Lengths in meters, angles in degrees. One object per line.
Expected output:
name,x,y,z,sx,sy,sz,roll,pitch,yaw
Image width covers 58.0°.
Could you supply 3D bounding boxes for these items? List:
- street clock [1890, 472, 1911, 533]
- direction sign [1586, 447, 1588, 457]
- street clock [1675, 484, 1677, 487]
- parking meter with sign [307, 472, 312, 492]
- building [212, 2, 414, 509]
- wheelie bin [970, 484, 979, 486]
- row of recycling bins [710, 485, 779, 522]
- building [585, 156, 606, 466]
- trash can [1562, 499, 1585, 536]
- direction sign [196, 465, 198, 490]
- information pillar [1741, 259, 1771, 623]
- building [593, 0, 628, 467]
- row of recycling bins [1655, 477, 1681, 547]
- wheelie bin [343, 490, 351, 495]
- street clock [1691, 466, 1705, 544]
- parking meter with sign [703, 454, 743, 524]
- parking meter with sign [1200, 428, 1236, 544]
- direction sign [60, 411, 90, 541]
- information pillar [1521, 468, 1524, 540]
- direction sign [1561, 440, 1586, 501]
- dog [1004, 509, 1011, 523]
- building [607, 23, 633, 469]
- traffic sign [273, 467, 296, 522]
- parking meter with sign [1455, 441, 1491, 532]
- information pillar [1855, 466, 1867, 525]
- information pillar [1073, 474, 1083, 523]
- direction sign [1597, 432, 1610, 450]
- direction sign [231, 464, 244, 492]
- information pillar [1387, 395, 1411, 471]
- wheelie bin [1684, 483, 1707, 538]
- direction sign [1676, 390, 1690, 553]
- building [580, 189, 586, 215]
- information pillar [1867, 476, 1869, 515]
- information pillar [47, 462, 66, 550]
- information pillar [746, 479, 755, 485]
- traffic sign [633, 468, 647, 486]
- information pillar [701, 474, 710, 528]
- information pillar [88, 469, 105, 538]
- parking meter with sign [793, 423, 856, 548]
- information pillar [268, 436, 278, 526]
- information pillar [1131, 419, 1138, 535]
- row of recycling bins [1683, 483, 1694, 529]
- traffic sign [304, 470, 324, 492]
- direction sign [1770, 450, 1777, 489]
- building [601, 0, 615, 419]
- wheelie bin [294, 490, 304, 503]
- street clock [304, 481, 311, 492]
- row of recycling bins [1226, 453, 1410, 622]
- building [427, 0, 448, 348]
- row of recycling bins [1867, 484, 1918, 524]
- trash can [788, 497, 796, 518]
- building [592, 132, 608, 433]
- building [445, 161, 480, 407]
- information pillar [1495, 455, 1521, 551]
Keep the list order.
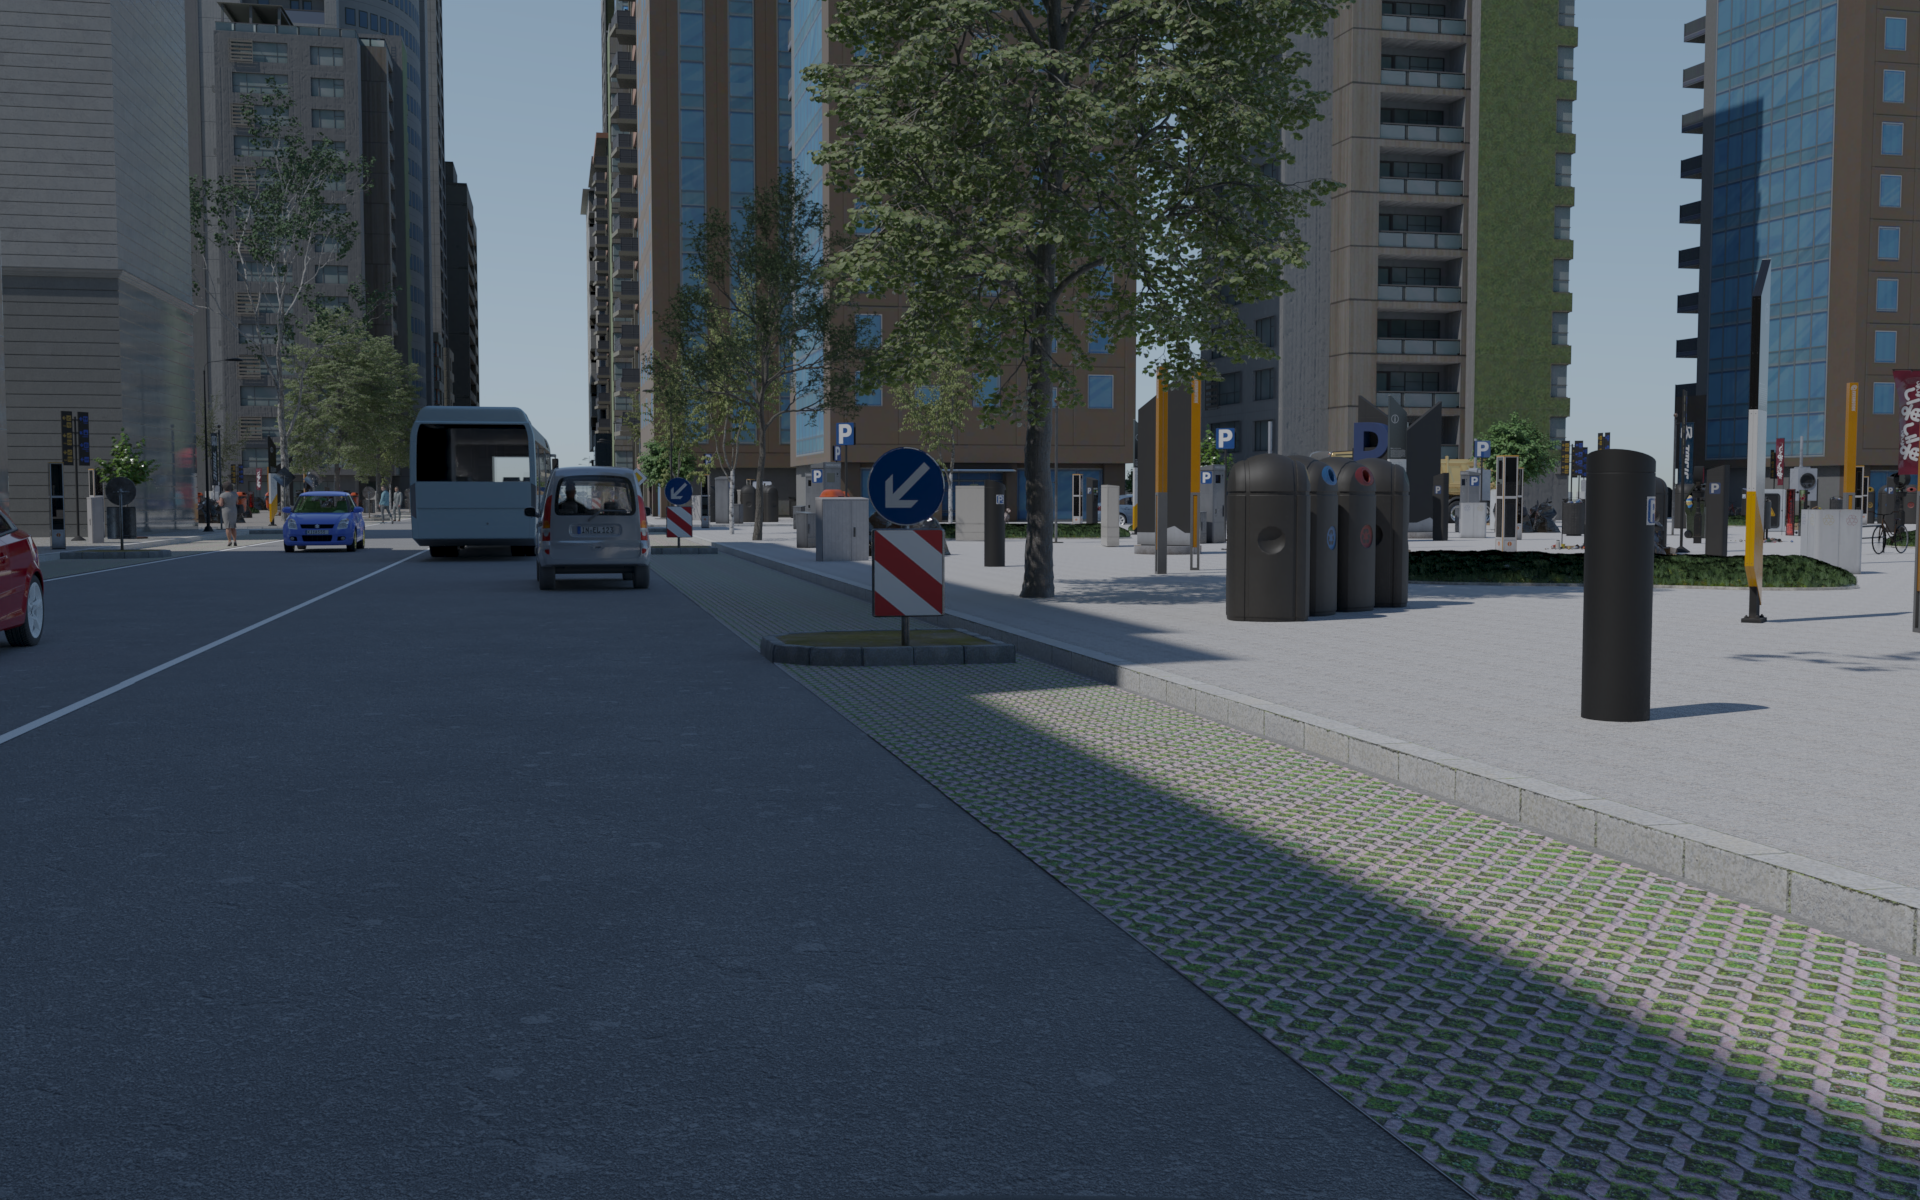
street clock,30.417,-3.143,55.965,0.358,2.002,0.471,-1,4,-20
direction sign,29.759,-5.582,83.265,0.876,3.537,0.379,-1,4,-15
street clock,47.564,-6.729,114.595,0.471,2.002,0.358,-1,4,-22
parking meter with sign,-51.178,-8.546,135.995,0.543,3.016,1.738,0,4,-5
building,-54.964,-28.439,148.566,14.154,41.232,14.086,-1,4,-13
wheelie bin,0.435,-2.853,54.555,0.693,1.594,0.980,-1,4,-22
row of recycling bins,-10.033,-4.389,78.869,3.534,1.692,1.069,0,4,-6
building,-41.717,-41.346,265.252,28.713,52.752,27.495,-1,4,-13
trash can,18.791,-2.528,52.989,0.748,1.137,0.748,0,3,0
direction sign,-54.648,-8.076,124.044,0.379,3.537,0.876,-1,4,-21
information pillar,7.908,-1.579,17.173,0.183,3.616,0.504,2,4,34
building,-26.481,-52.954,178.470,22.319,86.520,31.000,-1,4,-13
row of recycling bins,14.391,-1.818,36.833,1.069,1.692,3.534,1,4,14
wheelie bin,-50.346,-8.221,142.325,0.693,1.594,0.980,2,4,32
street clock,19.138,-2.466,44.893,0.358,2.002,0.471,2,4,29
parking meter with sign,-10.176,-4.799,74.730,1.738,3.016,0.543,2,4,23
parking meter with sign,6.550,-2.991,45.170,0.543,3.016,1.738,2,4,35
direction sign,-24.245,-3.397,47.530,0.379,3.537,0.876,1,4,22
information pillar,15.513,-2.686,48.404,0.304,2.012,0.304,-1,4,-16
direction sign,25.881,-4.973,73.305,0.876,3.537,0.379,1,4,18
dog,1.917,-3.466,73.504,0.513,0.831,0.800,0,3,0
building,-24.412,-28.897,156.053,14.154,41.232,14.086,-1,4,-13
traffic sign,-24.544,-3.628,62.957,0.795,2.450,0.064,-1,4,-13
parking meter with sign,16.935,-3.742,57.446,0.543,3.016,1.738,0,4,-8
information pillar,23.252,-2.478,45.003,0.304,2.012,0.304,1,4,9
information pillar,4.348,-3.639,63.989,0.304,2.012,0.304,2,4,23
direction sign,23.671,-4.389,63.760,0.379,3.537,0.876,0,4,-7
direction sign,-54.821,-8.527,131.410,0.876,3.537,0.379,-1,4,-20
information pillar,10.357,-3.044,41.125,0.504,3.616,0.183,-1,4,-20
wheelie bin,21.475,-2.589,50.243,0.980,1.594,0.693,-3,5,-40
direction sign,15.855,-2.812,37.974,0.379,3.537,0.876,2,4,27
building,-48.769,-42.969,291.789,28.713,52.752,27.495,-1,4,-13
information pillar,37.681,-4.146,72.283,0.304,2.012,0.304,0,4,7
information pillar,-20.920,-2.179,40.117,0.304,2.012,0.304,-2,4,-34
information pillar,-10.377,-4.981,85.936,0.304,2.012,0.304,3,5,44
traffic sign,-12.278,-3.802,65.807,0.795,2.450,0.064,-1,4,-13
information pillar,-9.539,-3.696,64.918,0.304,2.012,0.304,0,4,1
information pillar,-25.332,-2.835,50.839,0.304,2.012,0.304,3,4,38
parking meter with sign,-3.251,-2.779,41.699,0.543,3.016,1.738,2,4,34
information pillar,-27.704,-4.798,69.797,0.183,3.616,0.504,1,4,8
information pillar,5.658,-3.864,54.537,0.504,3.616,0.183,-2,4,-27
row of recycling bins,27.697,-3.563,65.361,1.069,1.692,3.534,3,4,36
traffic sign,-26.371,-4.103,70.731,0.795,2.450,0.064,-1,4,-13
direction sign,41.663,-5.911,88.636,0.876,3.537,0.379,-3,4,-39
building,-40.944,-49.050,240.211,20.563,71.187,20.611,-1,4,-13
wheelie bin,-48.562,-7.316,127.522,0.980,1.594,0.693,0,4,8
street clock,-36.151,-5.588,95.938,0.358,2.002,0.471,-3,5,-40
row of recycling bins,3.883,-0.713,18.769,1.069,1.692,3.534,3,4,36
building,-77.312,-48.532,231.744,20.563,71.187,20.611,-1,4,-13
row of recycling bins,40.213,-4.101,74.169,3.534,1.692,1.069,2,4,23
trash can,-8.790,-4.925,92.173,0.748,1.137,0.748,0,3,0
building,-32.826,-33.922,209.250,22.147,44.769,28.867,-1,4,-13
building,-82.219,-38.485,252.924,21.300,48.544,21.600,-1,4,-13
information pillar,10.418,-1.744,33.010,0.304,2.012,0.304,-1,4,-10
